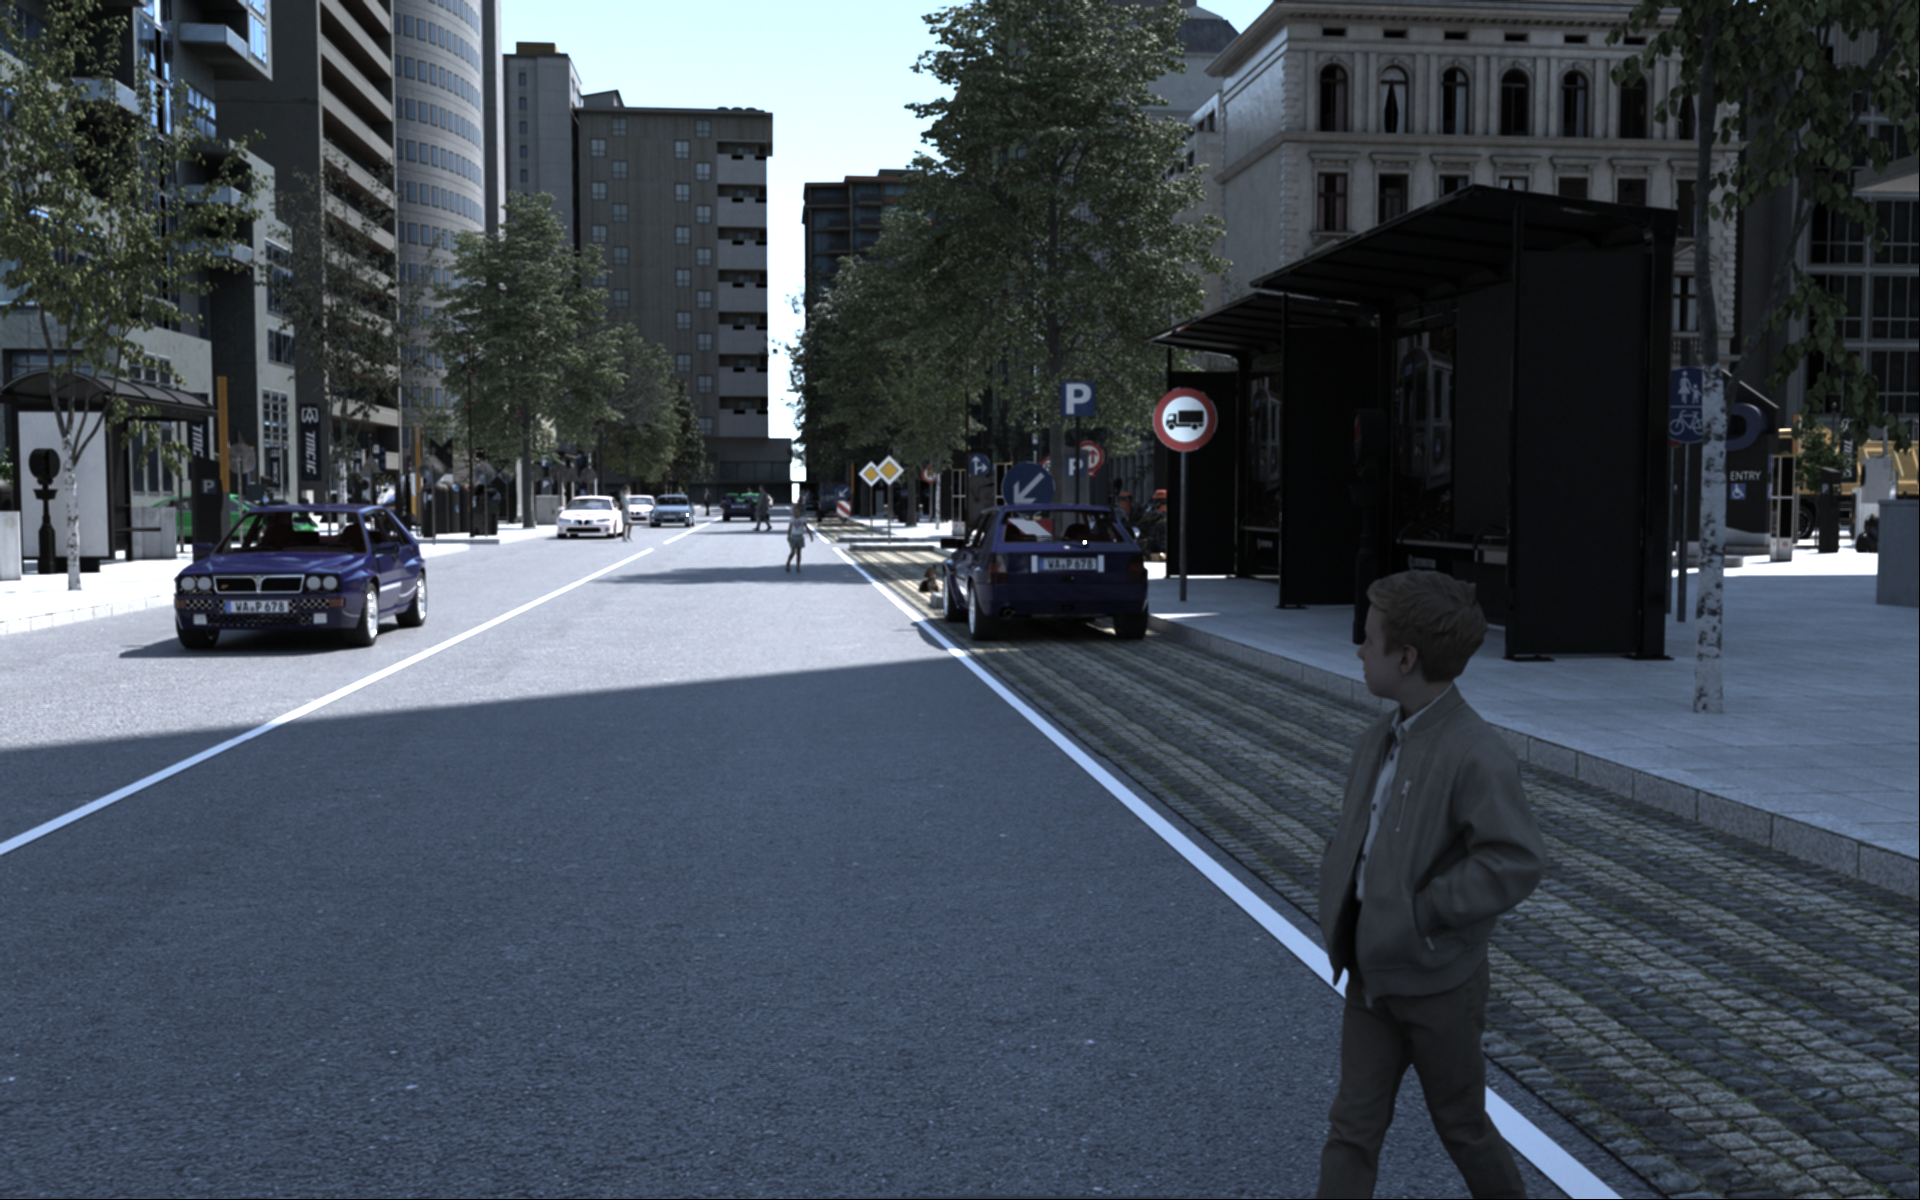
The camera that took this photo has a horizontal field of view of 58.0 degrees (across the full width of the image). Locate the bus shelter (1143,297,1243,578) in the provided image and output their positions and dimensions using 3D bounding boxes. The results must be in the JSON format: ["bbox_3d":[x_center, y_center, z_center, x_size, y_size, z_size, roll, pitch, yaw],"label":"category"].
[{"bbox_3d":[3.960,-1.962,23.359,1.731,3.624,6.357,0,4,-6],"label":"bus shelter"}]

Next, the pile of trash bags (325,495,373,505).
[{"bbox_3d":[-26.710,-4.092,76.663,3.447,1.369,1.912,2,4,30],"label":"pile of trash bags"}]

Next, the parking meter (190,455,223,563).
[{"bbox_3d":[-11.376,-1.252,26.178,0.399,1.863,0.255,-3,5,-42],"label":"parking meter"}]

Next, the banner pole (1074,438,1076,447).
[{"bbox_3d":[5.311,-5.334,77.221,0.863,3.779,0.401,-3,4,-37],"label":"banner pole"}]

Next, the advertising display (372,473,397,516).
[{"bbox_3d":[-17.494,-2.902,52.665,0.123,1.923,0.974,1,4,20],"label":"advertising display"}]

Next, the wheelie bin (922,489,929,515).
[{"bbox_3d":[-1.981,-6.114,107.876,0.693,1.594,0.980,-2,4,-27],"label":"wheelie bin"}]

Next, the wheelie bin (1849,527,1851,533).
[{"bbox_3d":[29.538,-2.995,56.872,0.980,1.594,0.693,-3,5,-44],"label":"wheelie bin"}]

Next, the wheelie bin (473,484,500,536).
[{"bbox_3d":[-14.682,-2.803,53.744,0.693,1.594,0.980,2,4,34],"label":"wheelie bin"}]

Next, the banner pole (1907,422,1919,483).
[{"bbox_3d":[32.785,-4.276,59.935,0.863,3.779,0.401,2,4,25],"label":"banner pole"}]

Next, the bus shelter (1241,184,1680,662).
[{"bbox_3d":[4.399,-1.533,16.340,1.731,3.624,6.357,0,4,-6],"label":"bus shelter"}]

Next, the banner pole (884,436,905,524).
[{"bbox_3d":[-2.852,-5.188,74.843,0.863,3.779,0.401,-1,4,-9],"label":"banner pole"}]

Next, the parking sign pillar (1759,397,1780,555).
[{"bbox_3d":[16.723,-2.964,36.935,1.447,3.967,1.447,-2,4,-34],"label":"parking sign pillar"}]

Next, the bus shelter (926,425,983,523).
[{"bbox_3d":[-0.460,-6.400,82.265,2.179,5.291,8.768,0,4,-6],"label":"bus shelter"}]

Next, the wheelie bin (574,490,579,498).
[{"bbox_3d":[-26.300,-6.877,120.340,0.980,1.594,0.693,-2,4,-29],"label":"wheelie bin"}]

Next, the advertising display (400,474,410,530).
[{"bbox_3d":[-17.833,-3.086,55.673,0.123,1.923,0.974,-2,4,-26],"label":"advertising display"}]

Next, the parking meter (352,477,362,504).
[{"bbox_3d":[-20.277,-3.217,58.305,0.255,1.863,0.399,-2,4,-29],"label":"parking meter"}]

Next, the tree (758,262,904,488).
[{"bbox_3d":[-9.957,-17.500,142.008,12.611,20.169,13.585,0,3,0],"label":"tree"}]

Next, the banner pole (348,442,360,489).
[{"bbox_3d":[-29.135,-5.711,83.395,0.401,3.779,0.863,3,5,40],"label":"banner pole"}]

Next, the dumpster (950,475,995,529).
[{"bbox_3d":[0.408,-2.905,53.252,1.264,1.857,1.865,0,4,-6],"label":"dumpster"}]

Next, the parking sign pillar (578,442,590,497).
[{"bbox_3d":[-18.123,-5.814,83.536,1.447,3.967,1.447,0,4,-7],"label":"parking sign pillar"}]

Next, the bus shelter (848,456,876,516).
[{"bbox_3d":[-6.144,-7.061,106.733,1.731,3.624,6.357,0,4,-6],"label":"bus shelter"}]

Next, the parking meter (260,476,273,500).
[{"bbox_3d":[-22.135,-3.036,55.344,0.399,1.863,0.255,3,5,40],"label":"parking meter"}]

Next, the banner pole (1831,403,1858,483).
[{"bbox_3d":[24.279,-3.529,47.717,0.863,3.779,0.401,3,4,36],"label":"banner pole"}]

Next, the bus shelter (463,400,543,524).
[{"bbox_3d":[-20.150,-6.011,75.913,2.179,5.291,8.768,0,4,-6],"label":"bus shelter"}]

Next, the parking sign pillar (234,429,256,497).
[{"bbox_3d":[-29.673,-5.107,71.978,1.447,3.967,1.447,0,4,-4],"label":"parking sign pillar"}]

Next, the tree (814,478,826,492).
[{"bbox_3d":[-16.158,-12.675,201.837,1.663,3.219,1.824,0,3,0],"label":"tree"}]

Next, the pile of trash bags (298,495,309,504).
[{"bbox_3d":[-37.360,-5.324,96.793,1.912,1.369,3.447,-2,4,-26],"label":"pile of trash bags"}]

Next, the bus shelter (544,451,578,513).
[{"bbox_3d":[-20.486,-6.619,85.858,2.179,5.291,8.768,0,4,-6],"label":"bus shelter"}]

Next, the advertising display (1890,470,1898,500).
[{"bbox_3d":[24.772,-2.514,46.325,0.974,1.923,0.123,-3,4,-36],"label":"advertising display"}]

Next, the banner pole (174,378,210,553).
[{"bbox_3d":[-16.698,-2.911,37.609,0.863,3.779,0.401,-3,5,-39],"label":"banner pole"}]

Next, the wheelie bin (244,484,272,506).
[{"bbox_3d":[-21.664,-2.787,53.480,0.980,1.594,0.693,1,4,16],"label":"wheelie bin"}]

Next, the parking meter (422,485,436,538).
[{"bbox_3d":[-15.576,-2.593,50.808,0.372,1.533,0.369,0,3,0],"label":"parking meter"}]

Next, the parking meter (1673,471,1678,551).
[{"bbox_3d":[15.977,-2.025,38.821,0.399,1.863,0.255,1,4,20],"label":"parking meter"}]

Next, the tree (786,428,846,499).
[{"bbox_3d":[-15.900,-15.879,194.027,8.767,10.594,7.601,1,4,22],"label":"tree"}]

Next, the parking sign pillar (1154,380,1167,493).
[{"bbox_3d":[5.004,-3.253,41.663,1.447,3.967,1.447,1,4,18],"label":"parking sign pillar"}]

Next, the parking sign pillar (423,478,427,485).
[{"bbox_3d":[-38.018,-8.233,123.081,1.447,3.967,1.447,0,4,4],"label":"parking sign pillar"}]

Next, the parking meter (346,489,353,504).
[{"bbox_3d":[-27.864,-4.331,79.215,0.372,1.533,0.369,0,3,0],"label":"parking meter"}]

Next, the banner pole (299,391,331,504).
[{"bbox_3d":[-15.550,-3.177,41.960,0.863,3.779,0.401,-1,4,-21],"label":"banner pole"}]

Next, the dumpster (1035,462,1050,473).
[{"bbox_3d":[2.503,-3.108,53.314,1.502,2.255,1.985,0,4,-6],"label":"dumpster"}]

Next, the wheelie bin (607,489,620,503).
[{"bbox_3d":[-22.292,-6.345,111.648,0.693,1.594,0.980,1,4,13],"label":"wheelie bin"}]

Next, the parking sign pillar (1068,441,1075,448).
[{"bbox_3d":[5.702,-6.027,87.012,1.447,3.967,1.447,-2,4,-28],"label":"parking sign pillar"}]

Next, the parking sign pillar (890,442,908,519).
[{"bbox_3d":[-2.873,-6.162,89.225,1.447,3.967,1.447,0,4,-2],"label":"parking sign pillar"}]

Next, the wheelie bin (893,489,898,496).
[{"bbox_3d":[-4.369,-6.602,115.846,0.693,1.594,0.980,0,4,6],"label":"wheelie bin"}]

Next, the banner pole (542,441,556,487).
[{"bbox_3d":[-18.976,-5.495,79.863,0.863,3.779,0.401,-3,5,-43],"label":"banner pole"}]

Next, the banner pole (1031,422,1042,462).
[{"bbox_3d":[2.680,-4.287,60.101,0.401,3.779,0.863,2,4,31],"label":"banner pole"}]

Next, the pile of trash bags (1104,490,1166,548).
[{"bbox_3d":[3.950,-1.683,37.273,1.912,1.369,3.447,1,4,22],"label":"pile of trash bags"}]

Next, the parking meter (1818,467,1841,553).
[{"bbox_3d":[19.002,-1.965,37.832,0.255,1.863,0.399,-1,4,-15],"label":"parking meter"}]

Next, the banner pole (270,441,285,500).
[{"bbox_3d":[-31.949,-5.581,81.261,0.863,3.779,0.401,0,4,-2],"label":"banner pole"}]

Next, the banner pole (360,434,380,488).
[{"bbox_3d":[-24.639,-5.067,72.865,0.401,3.779,0.863,1,4,21],"label":"banner pole"}]

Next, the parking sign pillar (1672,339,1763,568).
[{"bbox_3d":[13.101,-2.575,30.571,1.447,3.967,1.447,3,5,40],"label":"parking sign pillar"}]

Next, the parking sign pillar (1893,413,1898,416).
[{"bbox_3d":[31.500,-4.273,58.328,1.447,3.967,1.447,1,4,20],"label":"parking sign pillar"}]

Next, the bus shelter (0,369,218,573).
[{"bbox_3d":[-14.938,-2.252,30.744,2.014,3.302,5.546,0,4,-6],"label":"bus shelter"}]
